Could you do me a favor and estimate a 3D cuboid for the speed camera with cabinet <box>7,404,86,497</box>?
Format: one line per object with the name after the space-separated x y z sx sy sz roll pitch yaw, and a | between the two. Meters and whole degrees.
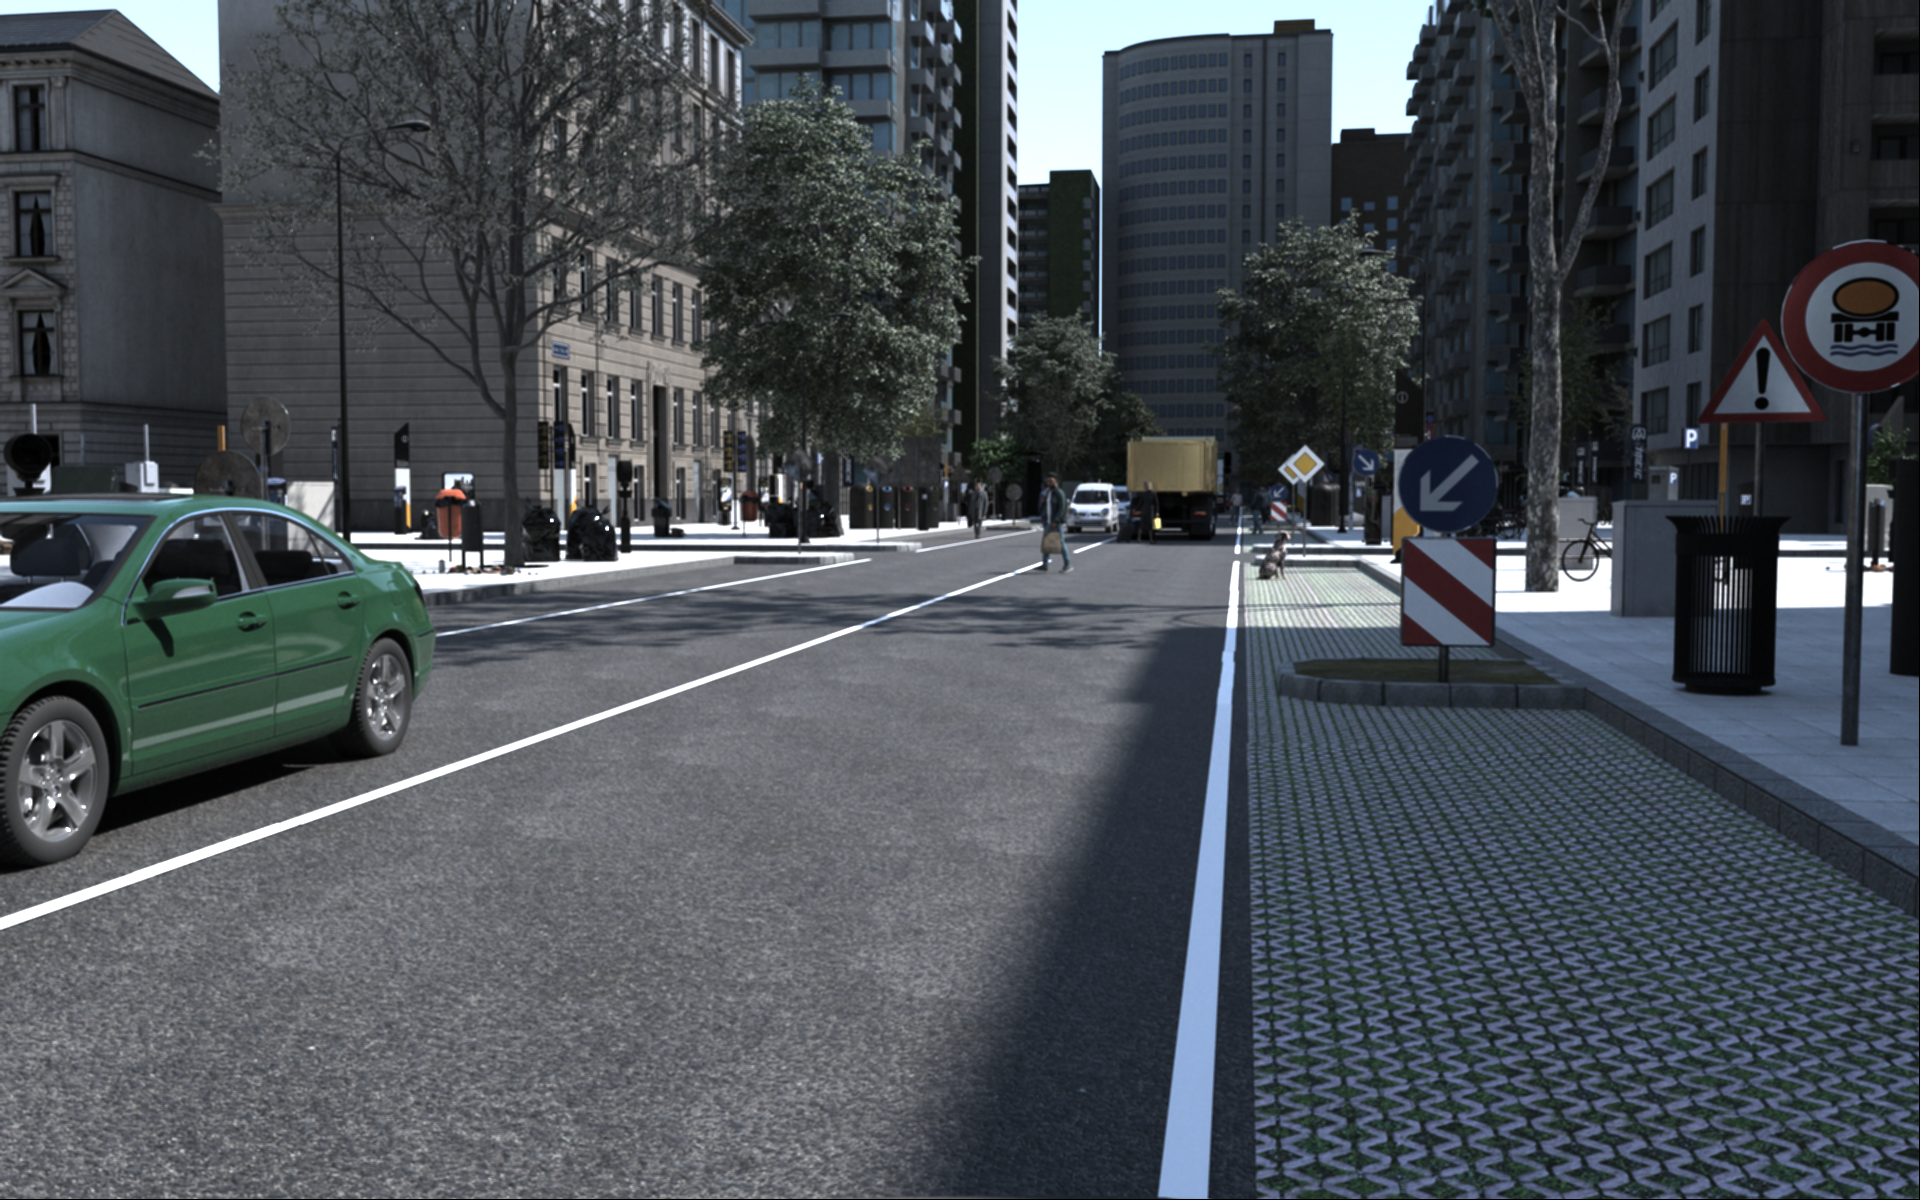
-20.245 -2.717 38.752 0.660 3.252 2.038 1 4 21 | speed camera with cabinet

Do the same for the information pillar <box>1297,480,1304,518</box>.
18.438 -6.239 93.364 0.504 3.616 0.183 -1 4 -11 | information pillar

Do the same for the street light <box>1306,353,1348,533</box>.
12.080 -5.171 57.093 1.470 5.913 1.316 1 4 9 | street light

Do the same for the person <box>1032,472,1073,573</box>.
1.704 -1.396 31.311 0.713 1.824 0.794 -1 4 -11 | person

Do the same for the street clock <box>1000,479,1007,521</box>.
2.088 -4.778 82.692 0.358 2.002 0.471 1 4 17 | street clock

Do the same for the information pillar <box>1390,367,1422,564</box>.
8.226 -2.481 31.913 0.504 3.616 0.183 2 4 33 | information pillar

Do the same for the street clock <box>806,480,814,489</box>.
-7.483 -5.004 86.382 0.358 2.002 0.471 1 4 16 | street clock

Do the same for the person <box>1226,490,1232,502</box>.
27.656 -10.404 178.591 1.348 1.826 0.705 -1 4 -18 | person

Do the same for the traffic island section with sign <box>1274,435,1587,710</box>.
3.312 -0.236 12.493 1.989 1.847 2.006 1 4 9 | traffic island section with sign

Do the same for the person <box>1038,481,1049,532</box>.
2.437 -2.374 47.497 0.721 1.800 0.419 -2 4 -35 | person

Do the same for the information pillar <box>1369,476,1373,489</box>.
16.530 -4.024 70.290 0.304 2.012 0.304 -3 5 -44 | information pillar

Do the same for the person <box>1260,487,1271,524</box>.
14.484 -4.529 83.031 0.515 1.767 0.782 -3 5 -43 | person

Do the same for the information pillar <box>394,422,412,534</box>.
-18.072 -3.964 56.171 0.183 3.616 0.504 3 5 44 | information pillar

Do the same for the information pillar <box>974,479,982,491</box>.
0.854 -4.740 81.996 0.304 2.012 0.304 -1 4 -10 | information pillar

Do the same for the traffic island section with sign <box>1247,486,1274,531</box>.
12.247 -3.585 67.236 1.989 1.847 2.006 1 4 9 | traffic island section with sign

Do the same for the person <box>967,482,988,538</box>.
0.555 -2.896 55.953 0.694 1.812 0.767 1 4 22 | person

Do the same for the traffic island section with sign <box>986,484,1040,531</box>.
2.153 -3.683 68.843 1.989 1.847 2.006 1 4 9 | traffic island section with sign

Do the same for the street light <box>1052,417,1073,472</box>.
6.102 -8.036 103.925 1.470 5.913 1.316 1 4 9 | street light

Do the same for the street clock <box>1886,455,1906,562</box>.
17.577 -1.709 32.515 0.358 2.002 0.471 3 4 38 | street clock

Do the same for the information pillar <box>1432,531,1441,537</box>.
12.332 -2.440 44.387 0.304 2.012 0.304 -3 5 -42 | information pillar

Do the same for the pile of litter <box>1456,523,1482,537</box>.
8.625 -0.993 30.194 1.176 0.858 1.719 1 4 16 | pile of litter

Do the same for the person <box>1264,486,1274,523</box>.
15.055 -4.656 84.647 0.620 1.820 0.660 -2 4 -34 | person

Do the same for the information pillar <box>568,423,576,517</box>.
-12.858 -4.042 57.446 0.183 3.616 0.504 0 4 4 | information pillar

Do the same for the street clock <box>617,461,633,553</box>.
-7.258 -2.017 37.551 0.358 2.002 0.471 -2 4 -27 | street clock

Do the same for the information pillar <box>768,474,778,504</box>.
-6.948 -3.671 64.505 0.304 2.012 0.304 0 4 7 | information pillar

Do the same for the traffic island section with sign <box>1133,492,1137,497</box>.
14.575 -8.343 145.032 1.989 1.847 2.006 1 4 9 | traffic island section with sign

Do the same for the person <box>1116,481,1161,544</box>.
5.247 -2.555 50.489 0.699 1.804 1.509 -2 4 -28 | person

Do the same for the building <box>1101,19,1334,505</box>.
32.338 -41.502 220.559 28.212 58.520 21.231 1 4 9 | building

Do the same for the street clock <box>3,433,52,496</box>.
-11.161 -0.992 20.785 0.358 2.002 0.471 3 5 43 | street clock

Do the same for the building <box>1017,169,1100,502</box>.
10.455 -32.897 221.459 14.086 41.232 14.154 1 4 9 | building

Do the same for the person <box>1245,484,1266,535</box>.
10.357 -3.169 60.664 0.721 1.781 0.623 1 4 12 | person

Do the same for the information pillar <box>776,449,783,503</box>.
-7.482 -4.917 71.739 0.183 3.616 0.504 1 4 19 | information pillar

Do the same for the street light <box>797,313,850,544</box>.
-3.498 -4.407 44.589 1.470 5.913 1.316 1 4 9 | street light

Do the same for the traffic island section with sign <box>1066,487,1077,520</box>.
6.491 -5.310 95.448 1.989 1.847 2.006 1 4 9 | traffic island section with sign

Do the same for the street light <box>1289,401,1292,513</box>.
16.857 -6.967 86.452 1.470 5.913 1.316 1 4 9 | street light

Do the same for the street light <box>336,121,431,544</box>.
-7.266 -3.012 21.795 1.470 5.913 1.316 1 4 9 | street light

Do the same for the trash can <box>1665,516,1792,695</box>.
4.961 0.026 11.226 0.748 1.137 0.748 0 3 0 | trash can

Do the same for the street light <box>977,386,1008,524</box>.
1.355 -6.237 74.509 1.470 5.913 1.316 1 4 9 | street light

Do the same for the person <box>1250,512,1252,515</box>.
19.348 -6.185 113.873 0.306 1.304 0.590 -3 5 -42 | person

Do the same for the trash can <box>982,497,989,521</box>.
1.023 -4.339 82.600 0.748 1.137 0.748 0 3 0 | trash can

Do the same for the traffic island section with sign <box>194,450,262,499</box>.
-6.638 -0.386 14.938 1.989 1.847 2.006 1 4 9 | traffic island section with sign

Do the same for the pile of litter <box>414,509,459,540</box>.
-14.788 -2.138 48.916 1.176 0.858 1.719 -2 4 -25 | pile of litter

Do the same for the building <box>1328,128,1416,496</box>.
52.769 -34.519 214.496 14.200 45.320 14.600 1 4 9 | building

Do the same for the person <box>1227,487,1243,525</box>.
12.588 -4.310 79.635 0.731 1.740 0.598 -2 4 -24 | person

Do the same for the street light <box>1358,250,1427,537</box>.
8.274 -3.699 33.025 1.470 5.913 1.316 1 4 9 | street light

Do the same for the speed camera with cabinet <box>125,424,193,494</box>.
-23.077 -3.402 49.959 0.660 3.252 2.038 1 4 18 | speed camera with cabinet
